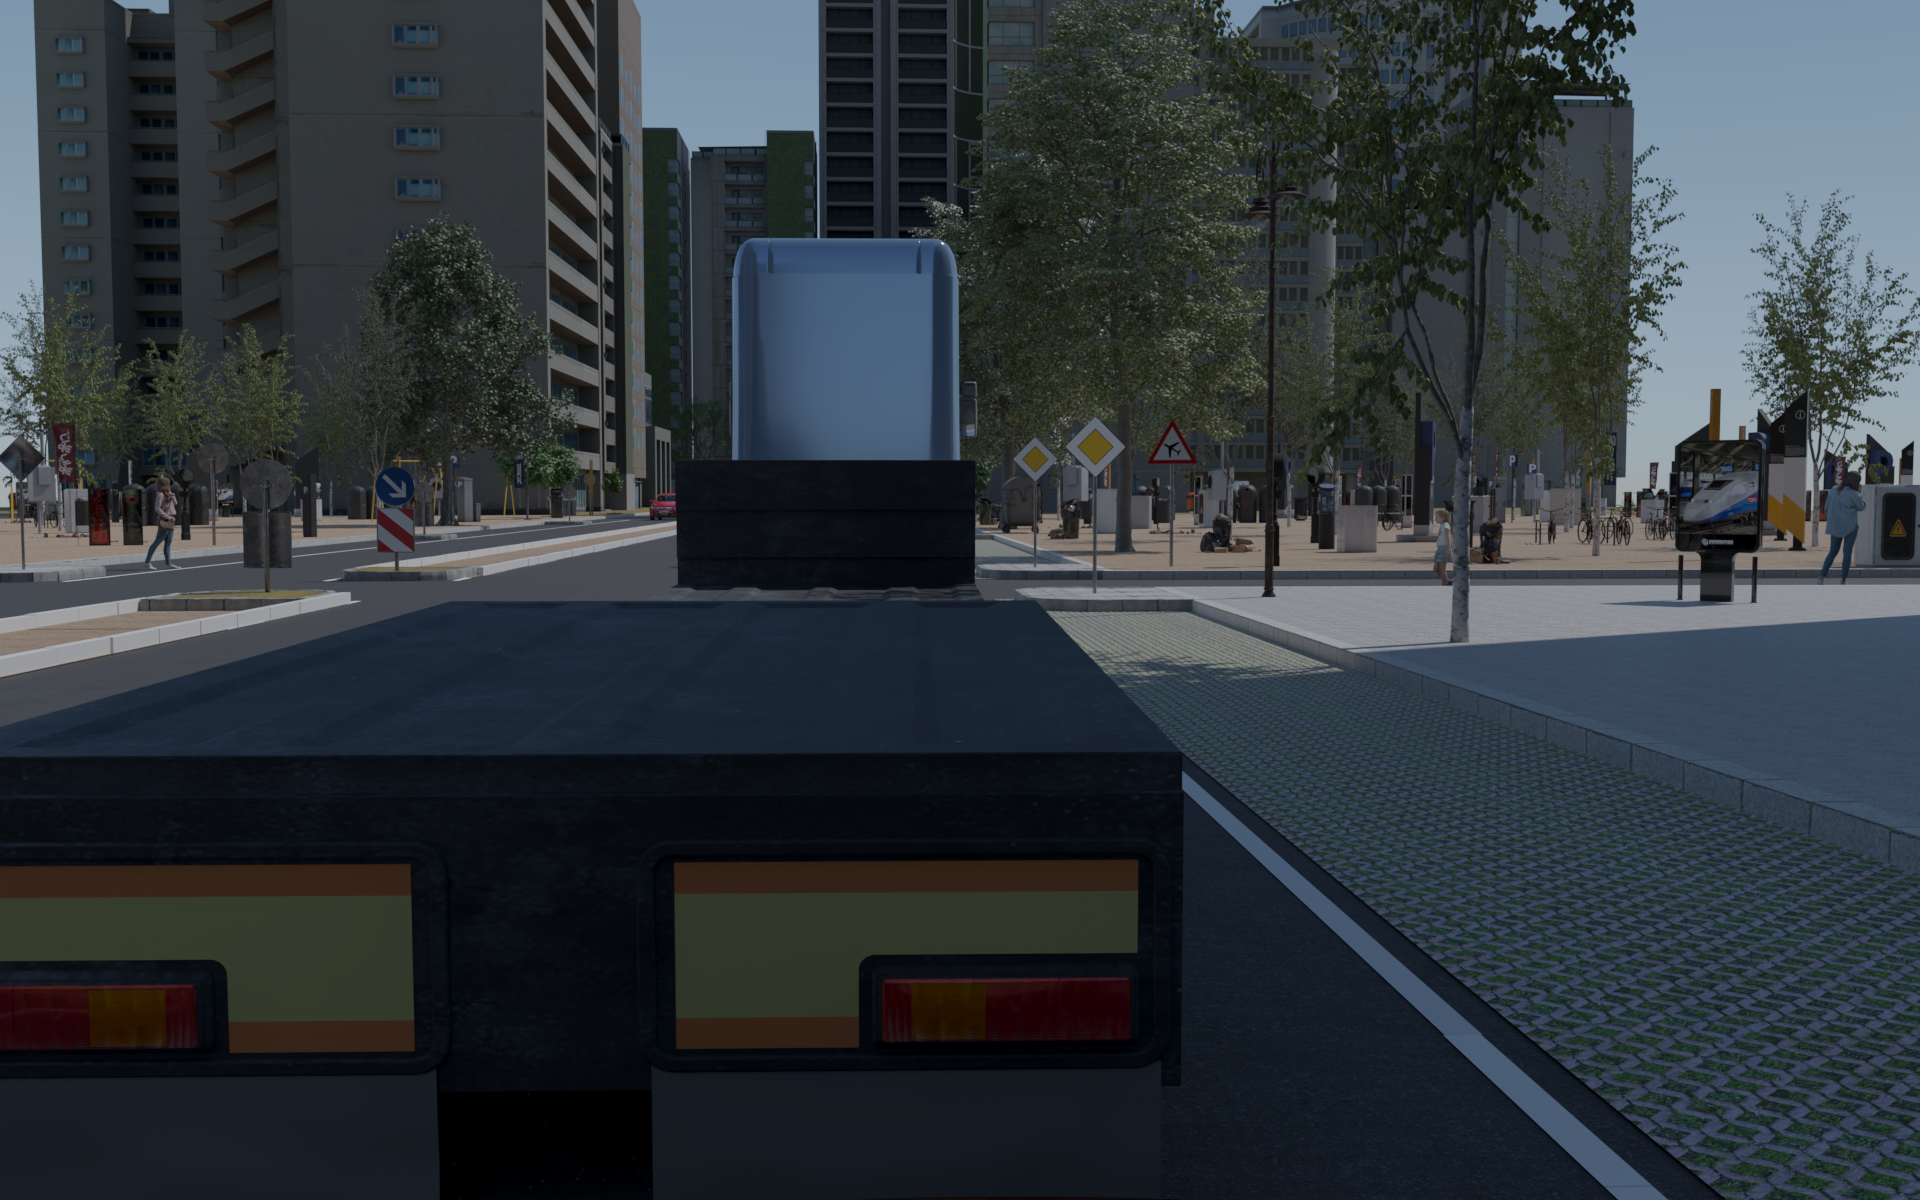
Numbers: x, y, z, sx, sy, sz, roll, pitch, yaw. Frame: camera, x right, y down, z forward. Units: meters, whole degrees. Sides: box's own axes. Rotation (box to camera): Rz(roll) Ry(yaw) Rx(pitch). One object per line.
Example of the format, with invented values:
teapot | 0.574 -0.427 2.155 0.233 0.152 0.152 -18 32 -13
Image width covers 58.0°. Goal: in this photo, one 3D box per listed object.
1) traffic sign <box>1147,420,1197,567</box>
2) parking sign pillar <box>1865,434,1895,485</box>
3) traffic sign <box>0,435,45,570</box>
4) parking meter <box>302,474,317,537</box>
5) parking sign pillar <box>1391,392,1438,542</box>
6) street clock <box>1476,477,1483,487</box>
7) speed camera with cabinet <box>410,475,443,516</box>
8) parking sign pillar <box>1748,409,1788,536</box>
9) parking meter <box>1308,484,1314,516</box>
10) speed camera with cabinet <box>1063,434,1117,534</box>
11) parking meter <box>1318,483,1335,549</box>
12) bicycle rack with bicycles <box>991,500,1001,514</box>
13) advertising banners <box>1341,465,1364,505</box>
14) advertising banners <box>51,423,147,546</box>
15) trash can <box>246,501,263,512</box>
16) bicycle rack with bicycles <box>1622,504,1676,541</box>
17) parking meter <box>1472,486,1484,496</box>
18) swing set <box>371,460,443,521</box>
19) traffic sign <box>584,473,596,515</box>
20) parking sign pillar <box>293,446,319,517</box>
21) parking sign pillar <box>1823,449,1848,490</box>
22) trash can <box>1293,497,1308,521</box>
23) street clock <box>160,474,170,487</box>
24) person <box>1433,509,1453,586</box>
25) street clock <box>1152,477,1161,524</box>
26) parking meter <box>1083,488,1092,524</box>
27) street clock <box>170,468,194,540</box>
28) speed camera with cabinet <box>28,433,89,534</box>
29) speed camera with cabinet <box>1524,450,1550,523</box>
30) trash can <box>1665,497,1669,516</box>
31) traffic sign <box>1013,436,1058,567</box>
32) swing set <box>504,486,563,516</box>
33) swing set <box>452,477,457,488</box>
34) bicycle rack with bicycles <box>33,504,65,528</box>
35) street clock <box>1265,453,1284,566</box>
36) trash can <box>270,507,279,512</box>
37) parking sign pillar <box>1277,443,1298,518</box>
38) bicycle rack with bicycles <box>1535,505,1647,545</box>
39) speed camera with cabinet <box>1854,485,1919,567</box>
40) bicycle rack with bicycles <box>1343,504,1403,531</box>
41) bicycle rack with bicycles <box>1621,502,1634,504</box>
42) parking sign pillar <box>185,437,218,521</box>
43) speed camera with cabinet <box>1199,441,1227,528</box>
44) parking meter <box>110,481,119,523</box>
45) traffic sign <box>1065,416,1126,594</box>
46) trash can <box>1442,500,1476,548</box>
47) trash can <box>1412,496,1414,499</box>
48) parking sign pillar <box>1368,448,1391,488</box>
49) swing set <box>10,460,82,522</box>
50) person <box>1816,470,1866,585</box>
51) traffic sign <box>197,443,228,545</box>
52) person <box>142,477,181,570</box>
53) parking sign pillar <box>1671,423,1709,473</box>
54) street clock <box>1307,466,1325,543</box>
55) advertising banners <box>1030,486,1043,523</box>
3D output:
traffic sign | 3.732 -1.868 30.540 0.884 2.594 0.081 0 4 0
parking sign pillar | 41.213 -5.451 77.602 1.447 3.967 1.447 -1 4 -20
traffic sign | -15.910 -1.574 29.372 0.795 2.450 0.064 0 4 -3
parking meter | -19.312 -2.795 51.402 0.399 1.863 0.255 2 4 32
parking sign pillar | 12.482 -3.551 46.531 1.447 3.967 1.447 1 4 20
street clock | 22.554 -4.335 75.446 0.358 2.002 0.471 -1 4 -18
speed camera with cabinet | -30.954 -6.462 99.993 2.038 3.252 0.660 -1 4 -20
parking sign pillar | 25.060 -4.008 54.006 1.447 3.967 1.447 0 4 -1
parking meter | 20.203 -5.739 99.539 0.399 1.863 0.255 -3 5 -43
speed camera with cabinet | 4.397 -3.800 56.464 2.038 3.252 0.660 2 4 29
parking meter | 8.540 -1.951 40.302 0.372 1.533 0.369 0 3 0
bicycle rack with bicycles | 2.377 -5.502 103.342 2.925 0.926 2.852 -2 4 -33
advertising banners | 23.704 -6.694 105.636 0.090 3.025 2.074 -3 5 -44
advertising banners | -21.392 -2.867 43.058 2.074 3.025 0.090 -1 4 -19
trash can | -32.045 -4.092 78.552 0.748 1.137 0.748 0 3 0
bicycle rack with bicycles | 19.388 -2.192 49.229 2.852 0.926 2.925 3 5 44
parking meter | 17.336 -3.031 57.975 0.372 1.533 0.369 0 3 0
swing set | -25.800 -5.079 80.666 3.119 2.851 2.862 -2 4 -30
traffic sign | -22.381 -6.396 104.686 0.768 2.556 0.104 0 4 5
parking sign pillar | -36.442 -6.611 96.557 1.447 3.967 1.447 -3 4 -37
parking sign pillar | 51.781 -6.968 102.396 1.447 3.967 1.447 1 4 22
trash can | 16.322 -4.361 82.960 0.748 1.137 0.748 0 3 0
street clock | -28.410 -3.511 61.971 0.358 2.002 0.471 -3 5 -41
person | 6.995 -0.693 24.839 0.382 1.210 0.505 0 4 2
street clock | 8.346 -4.226 73.671 0.358 2.002 0.471 2 4 27
parking meter | 5.464 -4.014 74.037 0.372 1.533 0.369 0 3 0
street clock | -21.569 -2.669 48.201 0.358 2.002 0.471 3 4 36
speed camera with cabinet | -29.298 -3.812 56.667 2.038 3.252 0.660 -3 5 -43
speed camera with cabinet | 26.404 -5.134 78.271 2.038 3.252 0.660 -2 4 -32
trash can | 41.397 -5.454 100.820 0.748 1.137 0.748 0 3 0
traffic sign | 1.311 -1.628 30.264 0.795 2.450 0.064 0 4 -3
swing set | -25.085 -6.342 101.308 3.119 2.851 2.862 0 4 -2
swing set | -30.855 -6.427 102.699 2.862 2.851 3.119 0 4 2
bicycle rack with bicycles | -33.941 -3.213 65.922 2.852 0.926 2.925 -2 4 -30
street clock | 5.576 -1.601 30.748 0.358 2.002 0.471 0 4 -2
trash can | -31.697 -4.171 79.844 0.748 1.137 0.748 0 3 0
parking sign pillar | 17.261 -6.310 91.647 1.447 3.967 1.447 2 4 34
bicycle rack with bicycles | 15.911 -1.902 44.483 2.852 0.926 2.925 1 4 16
speed camera with cabinet | 16.961 -2.220 30.634 2.038 3.252 0.660 0 4 -8
bicycle rack with bicycles | 14.571 -2.929 61.272 2.925 0.926 2.852 -2 4 -30
bicycle rack with bicycles | 41.687 -5.692 106.449 2.925 0.926 2.852 2 4 28
parking sign pillar | -35.942 -5.719 81.971 1.447 3.967 1.447 3 5 40
speed camera with cabinet | 9.593 -4.373 65.833 0.660 3.252 2.038 0 4 -6
parking meter | -38.156 -4.433 78.197 0.255 1.863 0.399 -3 5 -40
traffic sign | 1.735 -1.141 22.291 0.795 2.450 0.064 0 4 -3
trash can | 11.128 -1.649 38.616 0.748 1.137 0.748 0 3 0
trash can | 27.529 -5.695 104.763 0.748 1.137 0.748 0 3 0
parking sign pillar | 23.244 -6.561 95.740 1.447 3.967 1.447 0 4 -5
swing set | -42.265 -5.030 79.866 3.119 2.851 2.862 -2 4 -28
person | 13.570 -1.096 26.689 0.793 1.790 0.793 2 4 27
traffic sign | -18.711 -2.647 43.378 0.768 2.556 0.104 0 4 -1
person | -15.185 -1.456 32.893 0.643 1.750 0.593 -1 4 -16
parking sign pillar | 27.676 -4.719 65.630 1.447 3.967 1.447 0 4 -1
street clock | 9.267 -2.479 45.099 0.358 2.002 0.471 -2 4 -27
advertising banners | 3.333 -4.908 76.434 0.090 3.025 2.074 -1 4 -14
